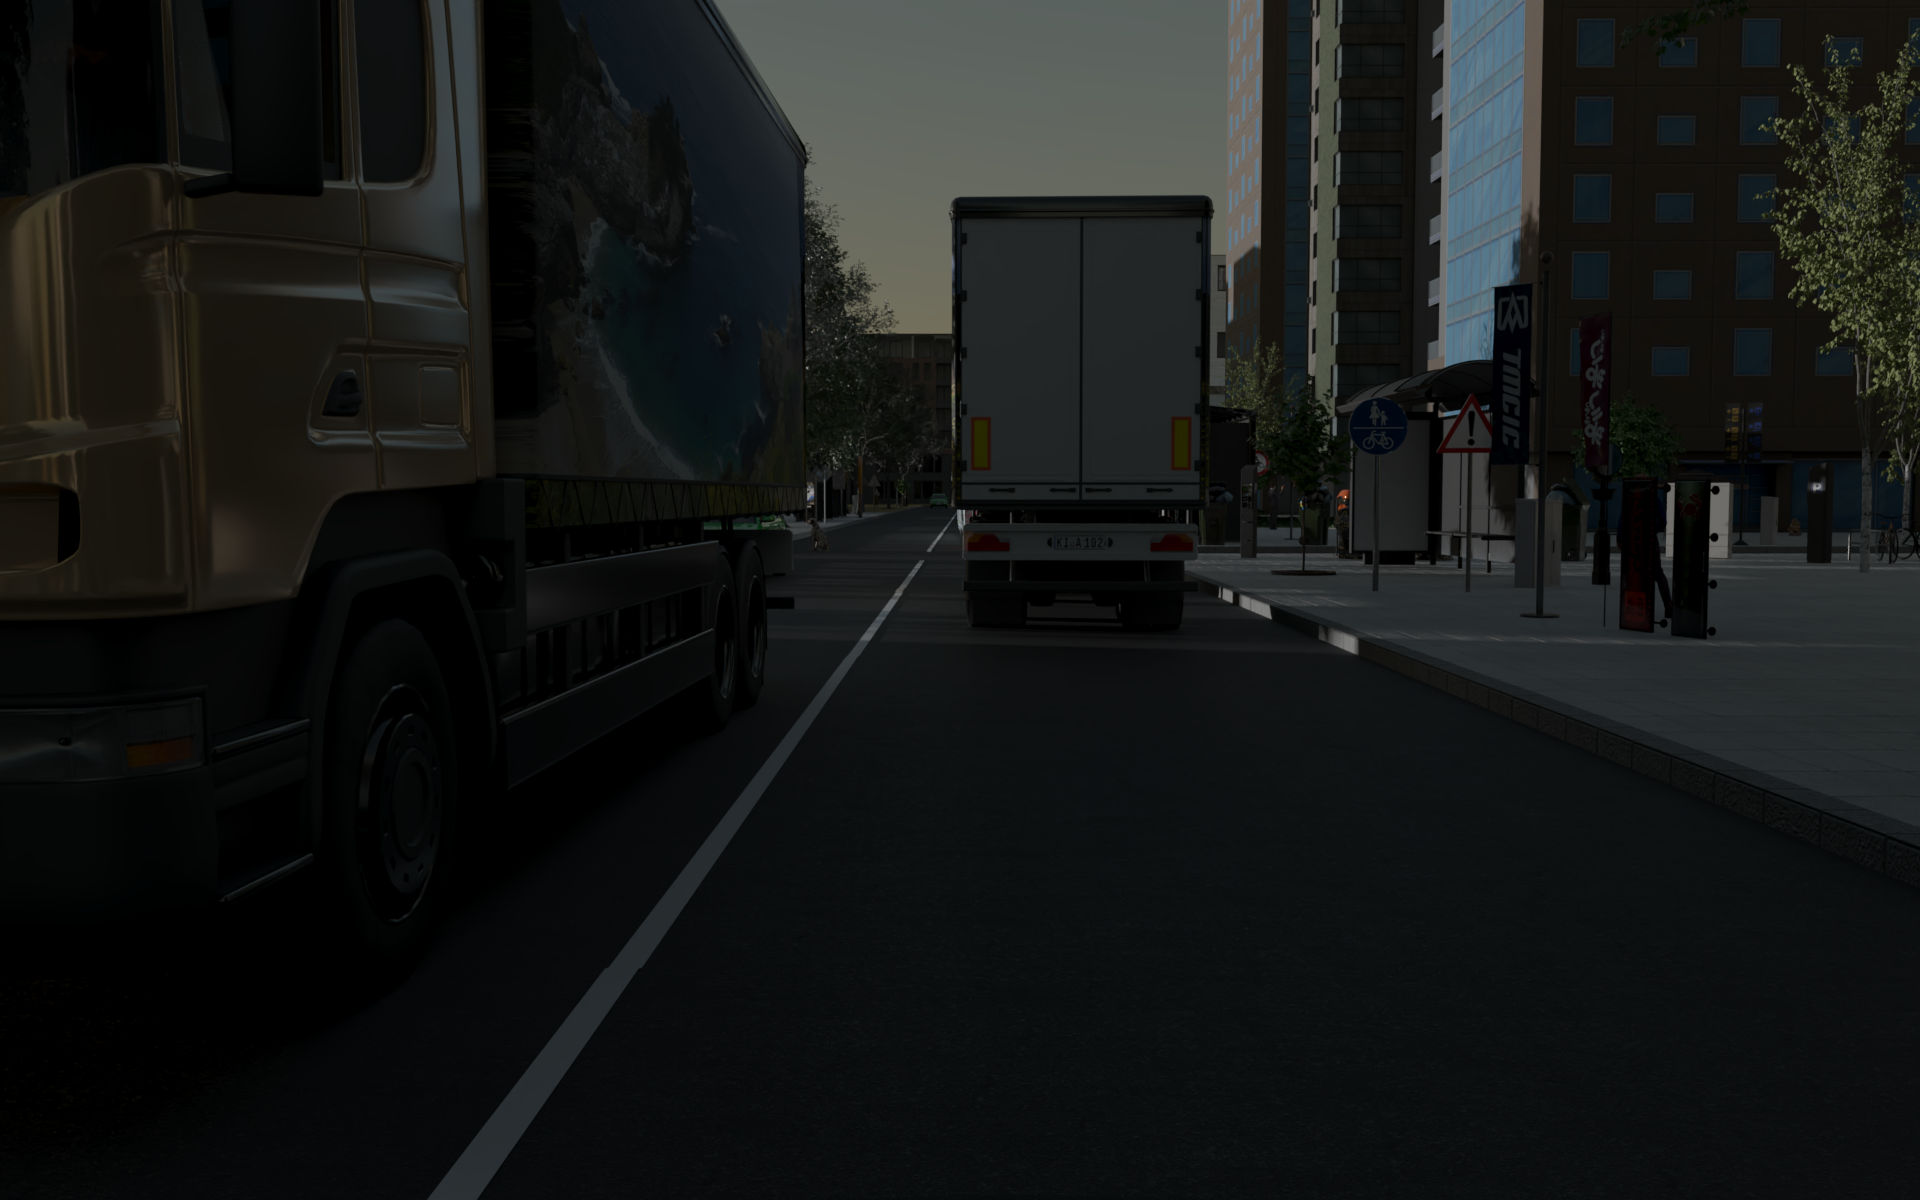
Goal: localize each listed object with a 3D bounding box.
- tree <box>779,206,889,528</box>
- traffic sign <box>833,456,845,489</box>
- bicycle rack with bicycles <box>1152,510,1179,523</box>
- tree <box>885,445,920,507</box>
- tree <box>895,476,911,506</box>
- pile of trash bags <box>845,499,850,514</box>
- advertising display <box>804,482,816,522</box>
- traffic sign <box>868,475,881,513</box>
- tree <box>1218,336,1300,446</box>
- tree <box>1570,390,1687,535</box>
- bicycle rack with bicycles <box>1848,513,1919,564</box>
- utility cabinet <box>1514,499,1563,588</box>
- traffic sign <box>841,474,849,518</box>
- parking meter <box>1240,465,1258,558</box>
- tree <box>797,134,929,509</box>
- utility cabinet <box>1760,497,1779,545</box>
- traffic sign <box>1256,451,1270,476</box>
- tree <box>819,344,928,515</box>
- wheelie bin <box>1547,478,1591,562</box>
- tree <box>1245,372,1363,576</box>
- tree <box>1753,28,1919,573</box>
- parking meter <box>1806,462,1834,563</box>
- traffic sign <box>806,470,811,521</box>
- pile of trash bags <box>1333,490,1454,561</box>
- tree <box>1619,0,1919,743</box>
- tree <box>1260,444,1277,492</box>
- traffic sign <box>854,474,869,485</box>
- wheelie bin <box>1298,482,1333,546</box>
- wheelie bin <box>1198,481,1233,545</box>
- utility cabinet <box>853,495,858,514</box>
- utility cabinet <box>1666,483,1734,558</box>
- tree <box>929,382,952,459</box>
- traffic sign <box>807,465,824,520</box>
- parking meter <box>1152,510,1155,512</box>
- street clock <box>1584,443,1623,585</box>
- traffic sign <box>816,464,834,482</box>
[{"bbox_3d":[-7.076,-9.103,65.844,9.611,12.733,9.660,0,3,0],"label":"tree"},{"bbox_3d":[-7.178,-5.958,91.281,2.265,3.308,0.079,1,4,10],"label":"traffic sign"},{"bbox_3d":[6.526,-3.072,63.603,2.925,0.926,2.852,1,4,14],"label":"bicycle rack with bicycles"},{"bbox_3d":[-6.099,-13.618,173.013,4.360,8.622,3.978,0,3,0],"label":"tree"},{"bbox_3d":[-5.926,-11.455,181.889,1.663,3.219,1.824,0,3,0],"label":"tree"},{"bbox_3d":[-8.485,-6.150,110.313,1.912,1.369,3.447,2,4,24],"label":"pile of trash bags"},{"bbox_3d":[-6.854,-4.511,78.976,0.123,1.923,0.974,-3,4,-37],"label":"advertising display"},{"bbox_3d":[-5.692,-7.015,114.702,0.884,2.594,0.081,1,4,10],"label":"traffic sign"},{"bbox_3d":[13.944,-8.028,81.624,4.737,8.622,4.395,0,3,0],"label":"tree"},{"bbox_3d":[20.927,-4.312,54.212,4.285,4.588,4.351,0,3,0],"label":"tree"},{"bbox_3d":[18.148,-1.180,32.668,2.852,0.926,2.925,0,4,6],"label":"bicycle rack with bicycles"},{"bbox_3d":[8.030,-0.786,24.017,0.306,1.237,1.020,3,5,39],"label":"utility cabinet"},{"bbox_3d":[-6.284,-5.620,91.989,0.768,2.556,0.104,1,4,9],"label":"traffic sign"},{"bbox_3d":[5.781,-1.769,34.637,0.255,1.863,0.399,2,4,24],"label":"parking meter"},{"bbox_3d":[-7.017,-8.685,52.375,12.009,13.543,11.850,0,3,0],"label":"tree"},{"bbox_3d":[20.577,-2.009,44.015,0.306,1.237,1.020,2,4,32],"label":"utility cabinet"},{"bbox_3d":[8.504,-3.038,49.774,0.768,2.556,0.104,0,4,6],"label":"traffic sign"},{"bbox_3d":[-5.991,-10.540,106.740,7.601,10.594,8.767,2,4,23],"label":"tree"},{"bbox_3d":[11.641,-1.545,33.173,0.693,1.594,0.980,2,4,33],"label":"wheelie bin"},{"bbox_3d":[5.602,-2.012,27.492,1.663,3.219,1.824,0,3,0],"label":"tree"},{"bbox_3d":[14.868,-4.735,27.787,4.737,8.622,4.395,0,3,0],"label":"tree"},{"bbox_3d":[15.973,-1.618,32.173,0.255,1.863,0.399,-2,4,-29],"label":"parking meter"},{"bbox_3d":[-6.917,-4.775,78.081,0.884,2.594,0.081,0,4,5],"label":"traffic sign"},{"bbox_3d":[8.358,-1.519,34.591,1.912,1.369,3.447,-1,4,-13],"label":"pile of trash bags"},{"bbox_3d":[5.574,-5.048,8.292,9.928,11.665,9.643,0,3,0],"label":"tree"},{"bbox_3d":[15.028,-6.457,89.279,4.285,4.588,4.351,0,3,0],"label":"tree"},{"bbox_3d":[-5.704,-6.112,99.937,0.884,2.594,0.081,0,4,2],"label":"traffic sign"},{"bbox_3d":[8.918,-2.171,43.397,0.693,1.594,0.980,3,4,38],"label":"wheelie bin"},{"bbox_3d":[6.359,-2.170,43.382,0.980,1.594,0.693,0,4,-1],"label":"wheelie bin"},{"bbox_3d":[-6.673,-6.105,110.974,0.306,1.237,1.020,0,4,4],"label":"utility cabinet"},{"bbox_3d":[14.768,-1.584,34.576,1.173,1.500,0.318,3,4,38],"label":"utility cabinet"},{"bbox_3d":[-6.246,-14.630,149.575,12.009,13.543,11.850,0,3,0],"label":"tree"},{"bbox_3d":[-6.446,-4.751,77.676,0.884,2.594,0.081,0,4,7],"label":"traffic sign"},{"bbox_3d":[8.017,-3.874,71.757,0.372,1.533,0.369,0,3,0],"label":"parking meter"},{"bbox_3d":[9.064,-1.215,24.430,0.471,2.002,0.358,0,4,-8],"label":"street clock"},{"bbox_3d":[-5.929,-4.653,75.810,0.795,2.593,0.064,0,4,1],"label":"traffic sign"}]
